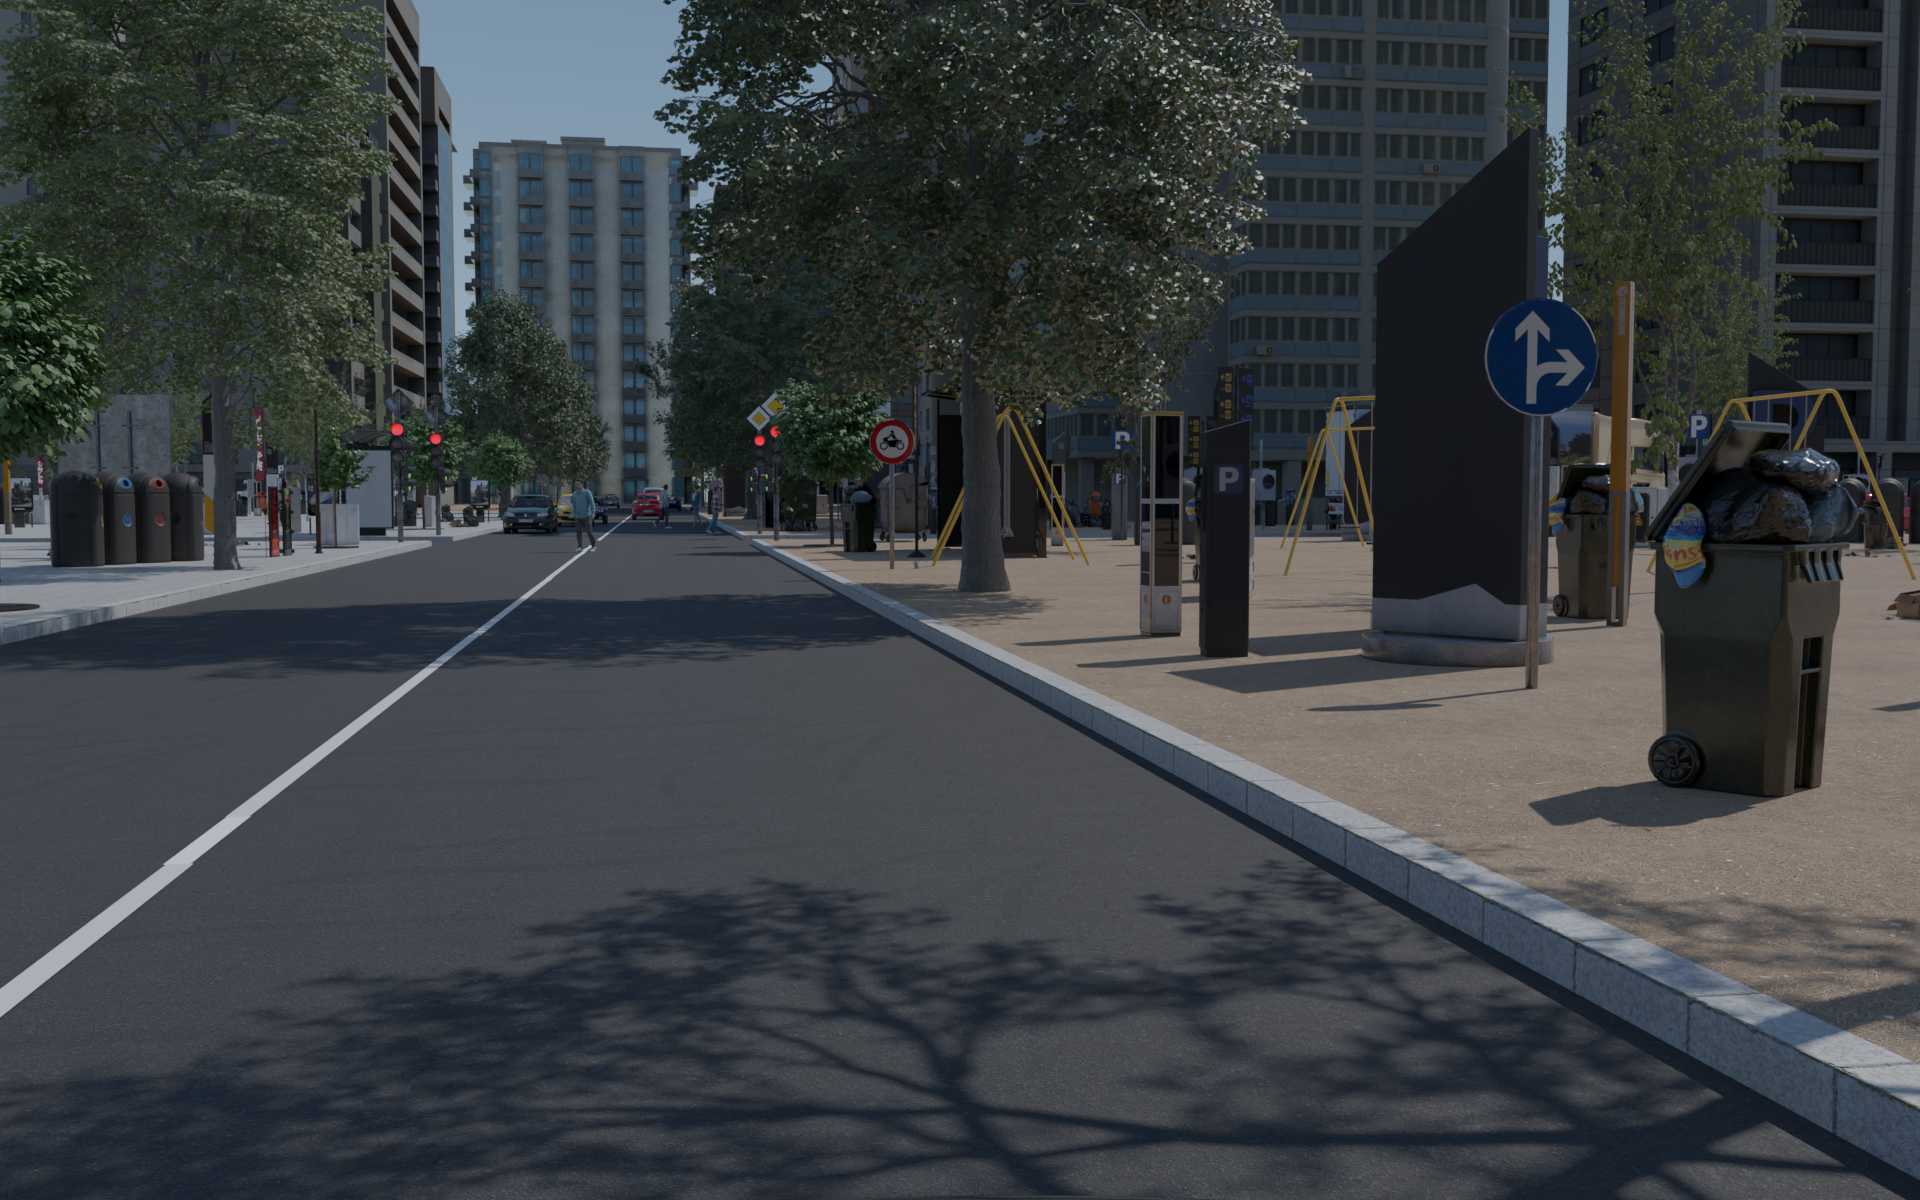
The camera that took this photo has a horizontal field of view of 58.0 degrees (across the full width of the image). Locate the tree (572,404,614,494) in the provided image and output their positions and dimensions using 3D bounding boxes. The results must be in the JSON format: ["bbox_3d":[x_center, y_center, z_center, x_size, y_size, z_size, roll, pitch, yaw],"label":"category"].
[{"bbox_3d":[-34.365,-13.469,154.634,7.601,10.594,8.767,0,4,-1],"label":"tree"}]

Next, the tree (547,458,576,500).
[{"bbox_3d":[-31.306,-11.295,135.030,4.737,8.622,4.395,0,3,0],"label":"tree"}]

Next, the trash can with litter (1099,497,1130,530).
[{"bbox_3d":[5.569,-3.108,62.204,1.055,1.170,0.624,0,4,-6],"label":"trash can with litter"}]

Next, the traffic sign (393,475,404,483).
[{"bbox_3d":[-23.065,-4.294,71.393,0.795,2.450,0.064,0,4,-1],"label":"traffic sign"}]

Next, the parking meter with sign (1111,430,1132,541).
[{"bbox_3d":[4.466,-3.184,48.321,0.543,3.016,1.738,0,4,2],"label":"parking meter with sign"}]

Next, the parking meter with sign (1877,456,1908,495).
[{"bbox_3d":[42.663,-5.042,78.697,1.738,3.016,0.543,1,4,17],"label":"parking meter with sign"}]

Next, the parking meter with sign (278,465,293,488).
[{"bbox_3d":[-40.375,-6.594,104.070,0.543,3.016,1.738,0,4,3],"label":"parking meter with sign"}]

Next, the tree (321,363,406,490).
[{"bbox_3d":[-34.707,-9.050,98.335,4.360,8.622,3.978,0,3,0],"label":"tree"}]

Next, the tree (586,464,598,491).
[{"bbox_3d":[-41.814,-14.902,194.005,4.360,8.622,3.978,0,3,0],"label":"tree"}]

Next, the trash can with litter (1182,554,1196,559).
[{"bbox_3d":[4.884,-1.432,34.467,2.233,1.210,1.678,-1,4,-12],"label":"trash can with litter"}]

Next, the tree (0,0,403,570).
[{"bbox_3d":[-12.705,-6.764,28.713,7.486,12.596,7.792,0,3,0],"label":"tree"}]

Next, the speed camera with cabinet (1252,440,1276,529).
[{"bbox_3d":[10.402,-4.162,62.388,2.038,3.252,0.660,-2,4,-28],"label":"speed camera with cabinet"}]

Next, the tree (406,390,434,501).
[{"bbox_3d":[-38.557,-10.480,121.714,4.360,8.622,3.978,0,3,0],"label":"tree"}]

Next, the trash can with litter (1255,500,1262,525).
[{"bbox_3d":[11.960,-3.631,70.749,0.624,1.170,1.055,3,4,38],"label":"trash can with litter"}]

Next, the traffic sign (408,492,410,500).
[{"bbox_3d":[-24.551,-4.711,77.125,0.768,2.556,0.104,0,4,-2],"label":"traffic sign"}]

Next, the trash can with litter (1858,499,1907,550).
[{"bbox_3d":[21.419,-1.765,40.240,1.055,1.170,0.624,-1,4,-20],"label":"trash can with litter"}]

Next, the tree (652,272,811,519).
[{"bbox_3d":[-10.669,-10.431,87.551,9.611,12.733,9.660,0,3,0],"label":"tree"}]

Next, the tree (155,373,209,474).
[{"bbox_3d":[-46.429,-9.326,102.850,4.737,8.622,4.395,0,3,0],"label":"tree"}]

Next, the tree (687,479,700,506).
[{"bbox_3d":[-29.601,-12.200,194.069,1.663,3.219,1.824,0,3,0],"label":"tree"}]

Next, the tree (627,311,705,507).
[{"bbox_3d":[-25.932,-19.095,168.100,12.611,20.169,13.585,0,3,0],"label":"tree"}]

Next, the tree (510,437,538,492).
[{"bbox_3d":[-22.420,-6.186,84.853,4.285,4.588,4.351,0,3,0],"label":"tree"}]

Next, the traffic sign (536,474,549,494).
[{"bbox_3d":[-26.057,-6.605,108.104,0.768,2.556,0.104,0,4,-4],"label":"traffic sign"}]

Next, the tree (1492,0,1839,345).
[{"bbox_3d":[9.110,-4.415,22.546,4.737,8.622,4.395,0,3,0],"label":"tree"}]

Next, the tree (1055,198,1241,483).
[{"bbox_3d":[4.278,-5.437,39.262,4.360,8.622,3.978,0,3,0],"label":"tree"}]

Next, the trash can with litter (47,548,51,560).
[{"bbox_3d":[-17.454,-1.368,33.754,1.055,1.170,0.624,2,4,33],"label":"trash can with litter"}]

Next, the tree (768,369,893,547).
[{"bbox_3d":[-3.116,-3.609,42.726,4.285,4.588,4.351,0,3,0],"label":"tree"}]

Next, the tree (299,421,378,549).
[{"bbox_3d":[-14.756,-2.831,40.882,1.663,3.219,1.824,0,3,0],"label":"tree"}]

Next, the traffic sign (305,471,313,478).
[{"bbox_3d":[-21.753,-3.596,58.796,0.884,2.594,0.081,-1,4,-10],"label":"traffic sign"}]

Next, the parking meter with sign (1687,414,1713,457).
[{"bbox_3d":[16.803,-2.565,38.196,1.738,3.016,0.543,-2,4,-32],"label":"parking meter with sign"}]

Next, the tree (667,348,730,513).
[{"bbox_3d":[-16.427,-12.333,119.767,7.486,12.596,7.792,0,3,0],"label":"tree"}]

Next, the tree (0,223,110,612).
[{"bbox_3d":[-11.017,-2.167,19.137,4.285,4.588,4.351,0,3,0],"label":"tree"}]

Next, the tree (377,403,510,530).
[{"bbox_3d":[-19.384,-4.834,62.748,4.285,4.588,4.351,0,3,0],"label":"tree"}]

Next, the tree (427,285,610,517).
[{"bbox_3d":[-24.949,-10.905,95.305,9.611,12.733,9.660,0,3,0],"label":"tree"}]

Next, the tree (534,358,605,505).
[{"bbox_3d":[-33.291,-13.786,143.527,7.486,12.596,7.792,0,3,0],"label":"tree"}]

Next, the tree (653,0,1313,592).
[{"bbox_3d":[0.328,-7.081,22.435,9.857,13.997,8.962,0,3,0],"label":"tree"}]

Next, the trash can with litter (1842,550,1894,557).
[{"bbox_3d":[17.928,-1.500,35.582,2.233,1.210,1.678,2,4,34],"label":"trash can with litter"}]

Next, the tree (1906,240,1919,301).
[{"bbox_3d":[24.274,-5.513,40.494,4.737,8.622,4.395,0,3,0],"label":"tree"}]

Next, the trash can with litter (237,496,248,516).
[{"bbox_3d":[-42.026,-5.509,101.463,0.624,1.170,1.055,-1,4,-21],"label":"trash can with litter"}]

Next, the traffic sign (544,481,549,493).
[{"bbox_3d":[-30.282,-7.703,126.057,0.768,2.556,0.104,0,4,-1],"label":"traffic sign"}]

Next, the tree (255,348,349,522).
[{"bbox_3d":[-33.833,-8.476,88.939,4.737,8.622,4.395,0,3,0],"label":"tree"}]

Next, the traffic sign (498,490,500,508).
[{"bbox_3d":[-28.253,-6.484,106.125,0.768,2.556,0.104,0,4,-5],"label":"traffic sign"}]

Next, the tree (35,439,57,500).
[{"bbox_3d":[-47.549,-8.749,93.405,4.737,8.622,4.395,0,3,0],"label":"tree"}]

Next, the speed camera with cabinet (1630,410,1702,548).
[{"bbox_3d":[16.788,-2.868,41.221,0.660,3.252,2.038,-3,5,-44],"label":"speed camera with cabinet"}]

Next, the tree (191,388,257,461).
[{"bbox_3d":[-50.382,-10.326,119.191,4.360,8.622,3.978,0,3,0],"label":"tree"}]

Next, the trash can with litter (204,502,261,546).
[{"bbox_3d":[-18.289,-1.954,43.013,1.678,1.210,2.233,-1,4,-13],"label":"trash can with litter"}]

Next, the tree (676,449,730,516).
[{"bbox_3d":[-14.104,-9.335,102.995,4.737,8.622,4.395,0,3,0],"label":"tree"}]
